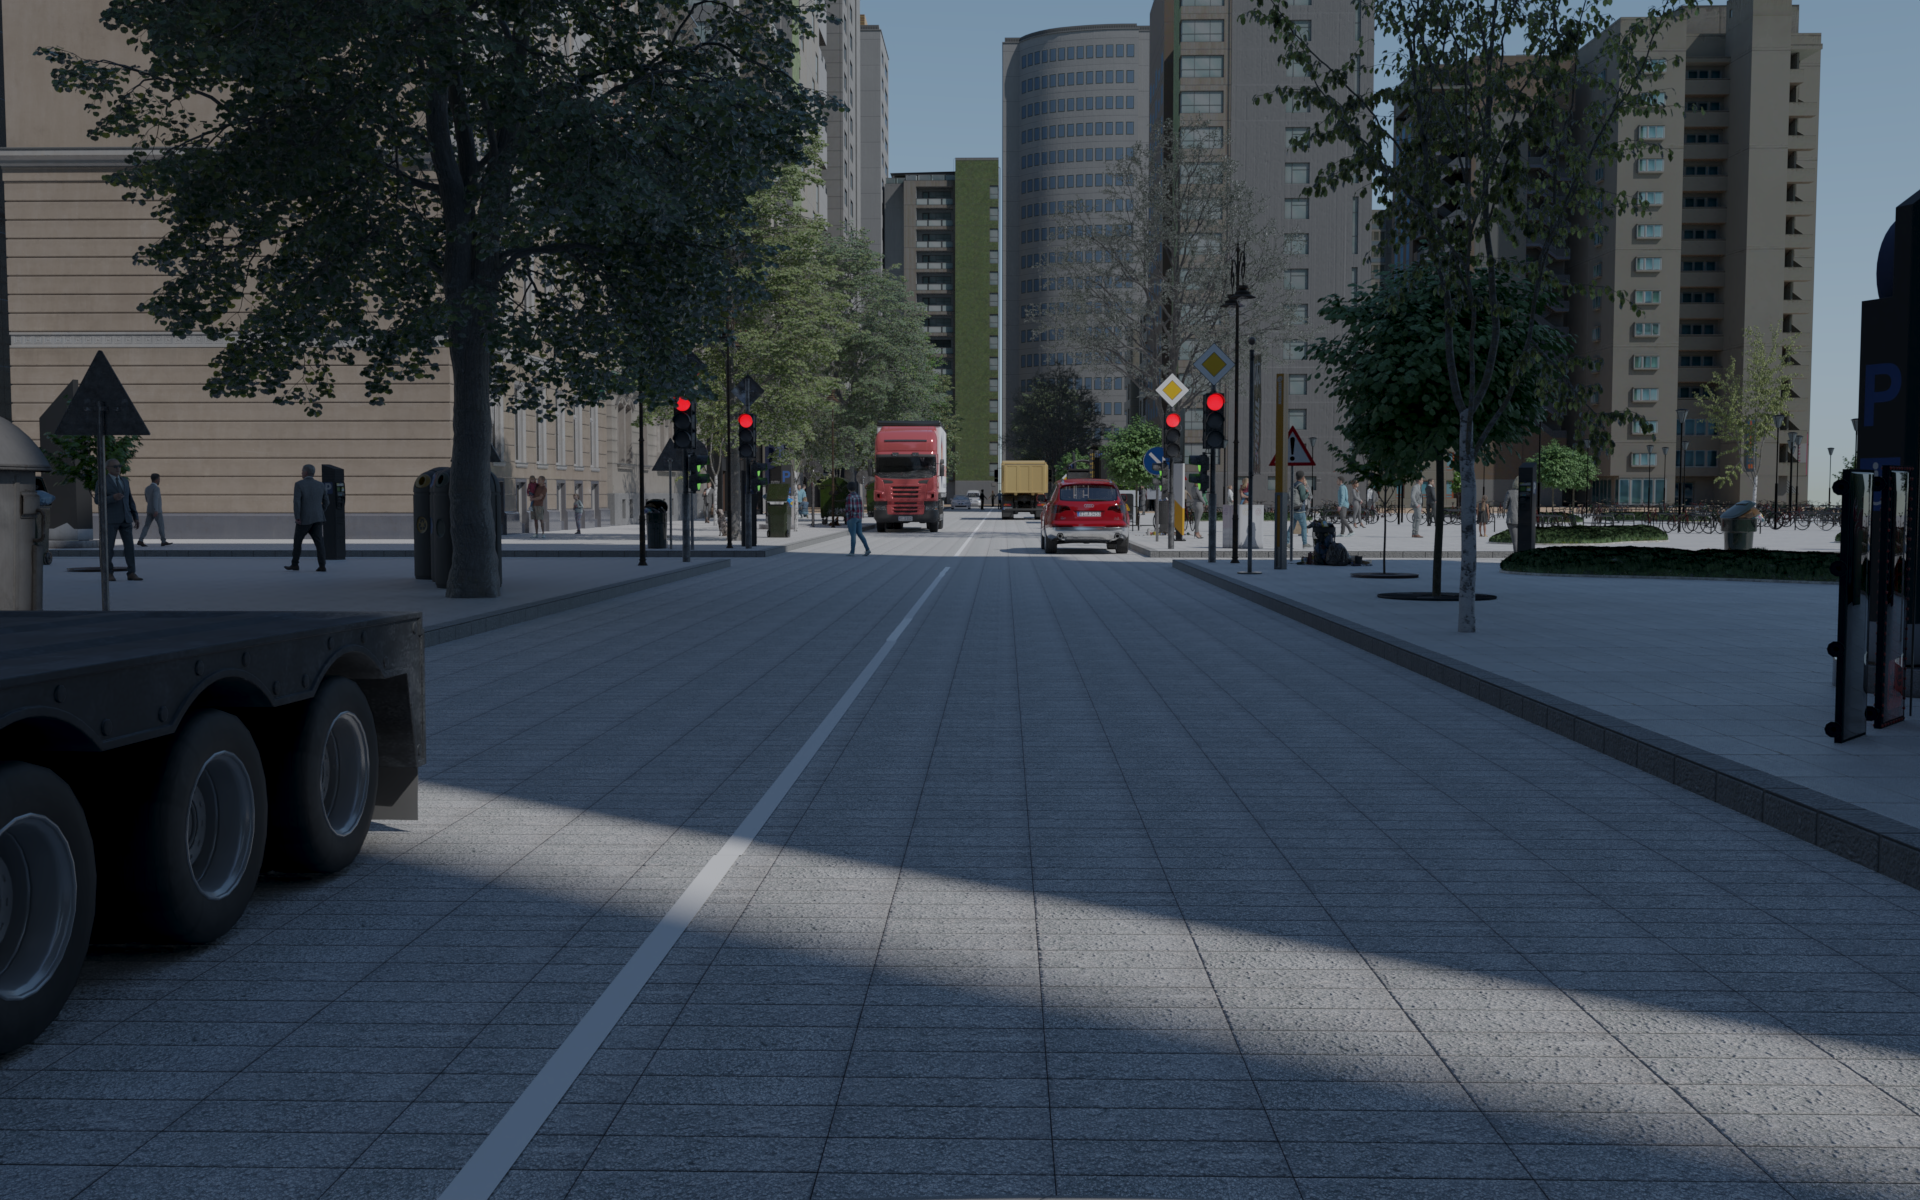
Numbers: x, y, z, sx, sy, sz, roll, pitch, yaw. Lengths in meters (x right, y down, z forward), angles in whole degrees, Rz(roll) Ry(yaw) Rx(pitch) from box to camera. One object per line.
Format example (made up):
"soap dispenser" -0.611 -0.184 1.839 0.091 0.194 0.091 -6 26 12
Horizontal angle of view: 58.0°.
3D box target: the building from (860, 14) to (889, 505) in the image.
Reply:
"building" -23.132 -41.296 217.195 28.212 58.520 21.231 0 4 1

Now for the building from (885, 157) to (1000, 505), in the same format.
"building" -2.088 -32.398 213.302 14.086 41.232 14.154 0 4 1

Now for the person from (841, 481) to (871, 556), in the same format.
"person" -2.407 -1.866 39.854 0.643 1.720 0.563 2 4 33

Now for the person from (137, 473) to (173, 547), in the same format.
"person" -19.716 -2.203 42.330 0.678 1.792 0.850 2 4 33

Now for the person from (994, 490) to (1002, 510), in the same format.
"person" 3.717 -9.321 160.883 1.348 1.826 0.705 2 4 34

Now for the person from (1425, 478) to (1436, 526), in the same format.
"person" 18.834 -3.893 69.063 0.474 1.900 0.648 -2 4 -26

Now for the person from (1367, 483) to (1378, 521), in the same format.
"person" 19.947 -4.748 83.775 0.679 1.850 0.850 -2 4 -33

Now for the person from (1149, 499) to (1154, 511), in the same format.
"person" 14.676 -7.733 132.444 1.348 1.831 0.705 0 4 -2

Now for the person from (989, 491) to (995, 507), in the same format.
"person" 3.559 -11.057 189.424 0.705 1.807 1.348 2 4 33

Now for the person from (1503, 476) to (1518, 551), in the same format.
"person" 10.911 -1.552 34.055 0.537 1.800 0.526 0 4 -2

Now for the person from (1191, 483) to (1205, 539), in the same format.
"person" 6.910 -2.660 49.811 0.573 1.790 0.520 -2 4 -32

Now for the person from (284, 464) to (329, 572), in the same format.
"person" -10.850 -1.364 28.746 0.834 1.777 0.661 2 4 29

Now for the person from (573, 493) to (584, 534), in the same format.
"person" -12.295 -2.774 55.670 0.425 1.301 0.394 1 4 20

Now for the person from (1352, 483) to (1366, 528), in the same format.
"person" 15.071 -3.614 65.405 0.573 1.790 0.520 1 4 9

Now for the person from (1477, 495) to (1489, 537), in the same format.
"person" 15.662 -2.518 51.875 0.362 1.253 0.373 3 4 37

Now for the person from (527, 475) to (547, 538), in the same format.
"person" -12.369 -2.728 50.626 0.580 1.828 0.573 -1 4 -18

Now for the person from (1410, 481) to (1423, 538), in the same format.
"person" 13.463 -2.745 51.021 0.391 1.810 0.635 1 4 14

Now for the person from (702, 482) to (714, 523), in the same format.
"person" -11.041 -4.286 76.077 0.622 1.834 0.822 0 4 1

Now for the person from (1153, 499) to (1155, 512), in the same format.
"person" 14.184 -7.284 125.844 0.721 1.735 1.217 -1 4 -13

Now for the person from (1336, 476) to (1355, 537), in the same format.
"person" 11.533 -2.804 51.902 0.620 1.820 0.660 1 4 14

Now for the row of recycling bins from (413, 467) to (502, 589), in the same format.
"row of recycling bins" -7.255 -1.098 25.059 1.069 1.692 3.534 -1 4 -23

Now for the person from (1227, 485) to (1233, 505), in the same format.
"person" 15.855 -5.859 102.062 0.641 1.798 0.478 1 4 18

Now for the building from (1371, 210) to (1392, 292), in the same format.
"building" 46.328 -32.470 222.771 23.993 40.220 32.217 0 4 1

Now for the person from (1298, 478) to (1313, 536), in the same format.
"person" 10.525 -2.849 52.801 0.537 1.800 0.526 -1 4 -15

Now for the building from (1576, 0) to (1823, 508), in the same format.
"building" 71.410 -33.431 170.300 21.600 48.544 21.300 0 4 1

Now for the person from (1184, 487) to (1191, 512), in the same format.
"person" 15.236 -6.840 117.883 1.348 1.823 0.705 -2 4 -30

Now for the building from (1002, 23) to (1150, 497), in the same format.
"building" 19.334 -41.237 216.223 28.212 58.520 21.231 0 4 1

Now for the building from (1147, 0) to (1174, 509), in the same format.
"building" 23.334 -30.312 145.720 14.600 45.320 14.200 0 4 1

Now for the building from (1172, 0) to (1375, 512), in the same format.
"building" 23.018 -27.409 131.732 14.154 41.232 14.086 0 4 1

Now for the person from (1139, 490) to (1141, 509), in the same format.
"person" 14.945 -8.279 142.882 0.593 1.643 0.415 -1 4 -23

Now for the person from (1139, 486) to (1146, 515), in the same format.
"person" 11.053 -6.074 105.152 0.447 1.846 0.655 1 4 17

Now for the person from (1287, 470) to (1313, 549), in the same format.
"person" 7.778 -2.070 39.867 0.713 1.824 0.794 0 4 -5

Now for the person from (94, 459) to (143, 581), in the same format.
"person" -12.386 -1.182 25.543 0.590 1.801 0.661 2 4 30

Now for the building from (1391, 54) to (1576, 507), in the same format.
"building" 52.155 -32.085 174.705 14.200 45.320 14.600 0 4 1

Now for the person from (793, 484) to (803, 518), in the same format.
"person" -8.846 -5.428 94.809 0.620 1.820 0.660 3 5 43

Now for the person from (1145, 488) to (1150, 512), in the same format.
"person" 13.465 -7.241 124.400 0.705 1.831 1.348 0 4 8

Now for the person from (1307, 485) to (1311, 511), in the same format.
"person" 19.193 -5.476 95.975 0.834 1.777 0.661 0 4 -6

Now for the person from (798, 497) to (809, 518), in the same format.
"person" -8.324 -4.866 91.107 1.012 1.151 0.738 -2 4 -31

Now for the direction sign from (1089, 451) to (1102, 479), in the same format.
"direction sign" 7.189 -6.076 91.337 0.876 3.537 0.379 -2 4 -27

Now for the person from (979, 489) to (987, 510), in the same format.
"person" 2.025 -8.942 154.336 0.705 1.869 1.348 -2 4 -28

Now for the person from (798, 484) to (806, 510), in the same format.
"person" -9.165 -5.800 100.733 0.748 1.841 0.638 1 4 21

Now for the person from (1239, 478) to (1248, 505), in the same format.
"person" 9.654 -3.217 58.614 0.573 1.828 0.580 -1 4 -19

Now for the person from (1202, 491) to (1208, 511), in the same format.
"person" 15.470 -6.344 110.007 0.529 1.795 0.600 1 4 14
